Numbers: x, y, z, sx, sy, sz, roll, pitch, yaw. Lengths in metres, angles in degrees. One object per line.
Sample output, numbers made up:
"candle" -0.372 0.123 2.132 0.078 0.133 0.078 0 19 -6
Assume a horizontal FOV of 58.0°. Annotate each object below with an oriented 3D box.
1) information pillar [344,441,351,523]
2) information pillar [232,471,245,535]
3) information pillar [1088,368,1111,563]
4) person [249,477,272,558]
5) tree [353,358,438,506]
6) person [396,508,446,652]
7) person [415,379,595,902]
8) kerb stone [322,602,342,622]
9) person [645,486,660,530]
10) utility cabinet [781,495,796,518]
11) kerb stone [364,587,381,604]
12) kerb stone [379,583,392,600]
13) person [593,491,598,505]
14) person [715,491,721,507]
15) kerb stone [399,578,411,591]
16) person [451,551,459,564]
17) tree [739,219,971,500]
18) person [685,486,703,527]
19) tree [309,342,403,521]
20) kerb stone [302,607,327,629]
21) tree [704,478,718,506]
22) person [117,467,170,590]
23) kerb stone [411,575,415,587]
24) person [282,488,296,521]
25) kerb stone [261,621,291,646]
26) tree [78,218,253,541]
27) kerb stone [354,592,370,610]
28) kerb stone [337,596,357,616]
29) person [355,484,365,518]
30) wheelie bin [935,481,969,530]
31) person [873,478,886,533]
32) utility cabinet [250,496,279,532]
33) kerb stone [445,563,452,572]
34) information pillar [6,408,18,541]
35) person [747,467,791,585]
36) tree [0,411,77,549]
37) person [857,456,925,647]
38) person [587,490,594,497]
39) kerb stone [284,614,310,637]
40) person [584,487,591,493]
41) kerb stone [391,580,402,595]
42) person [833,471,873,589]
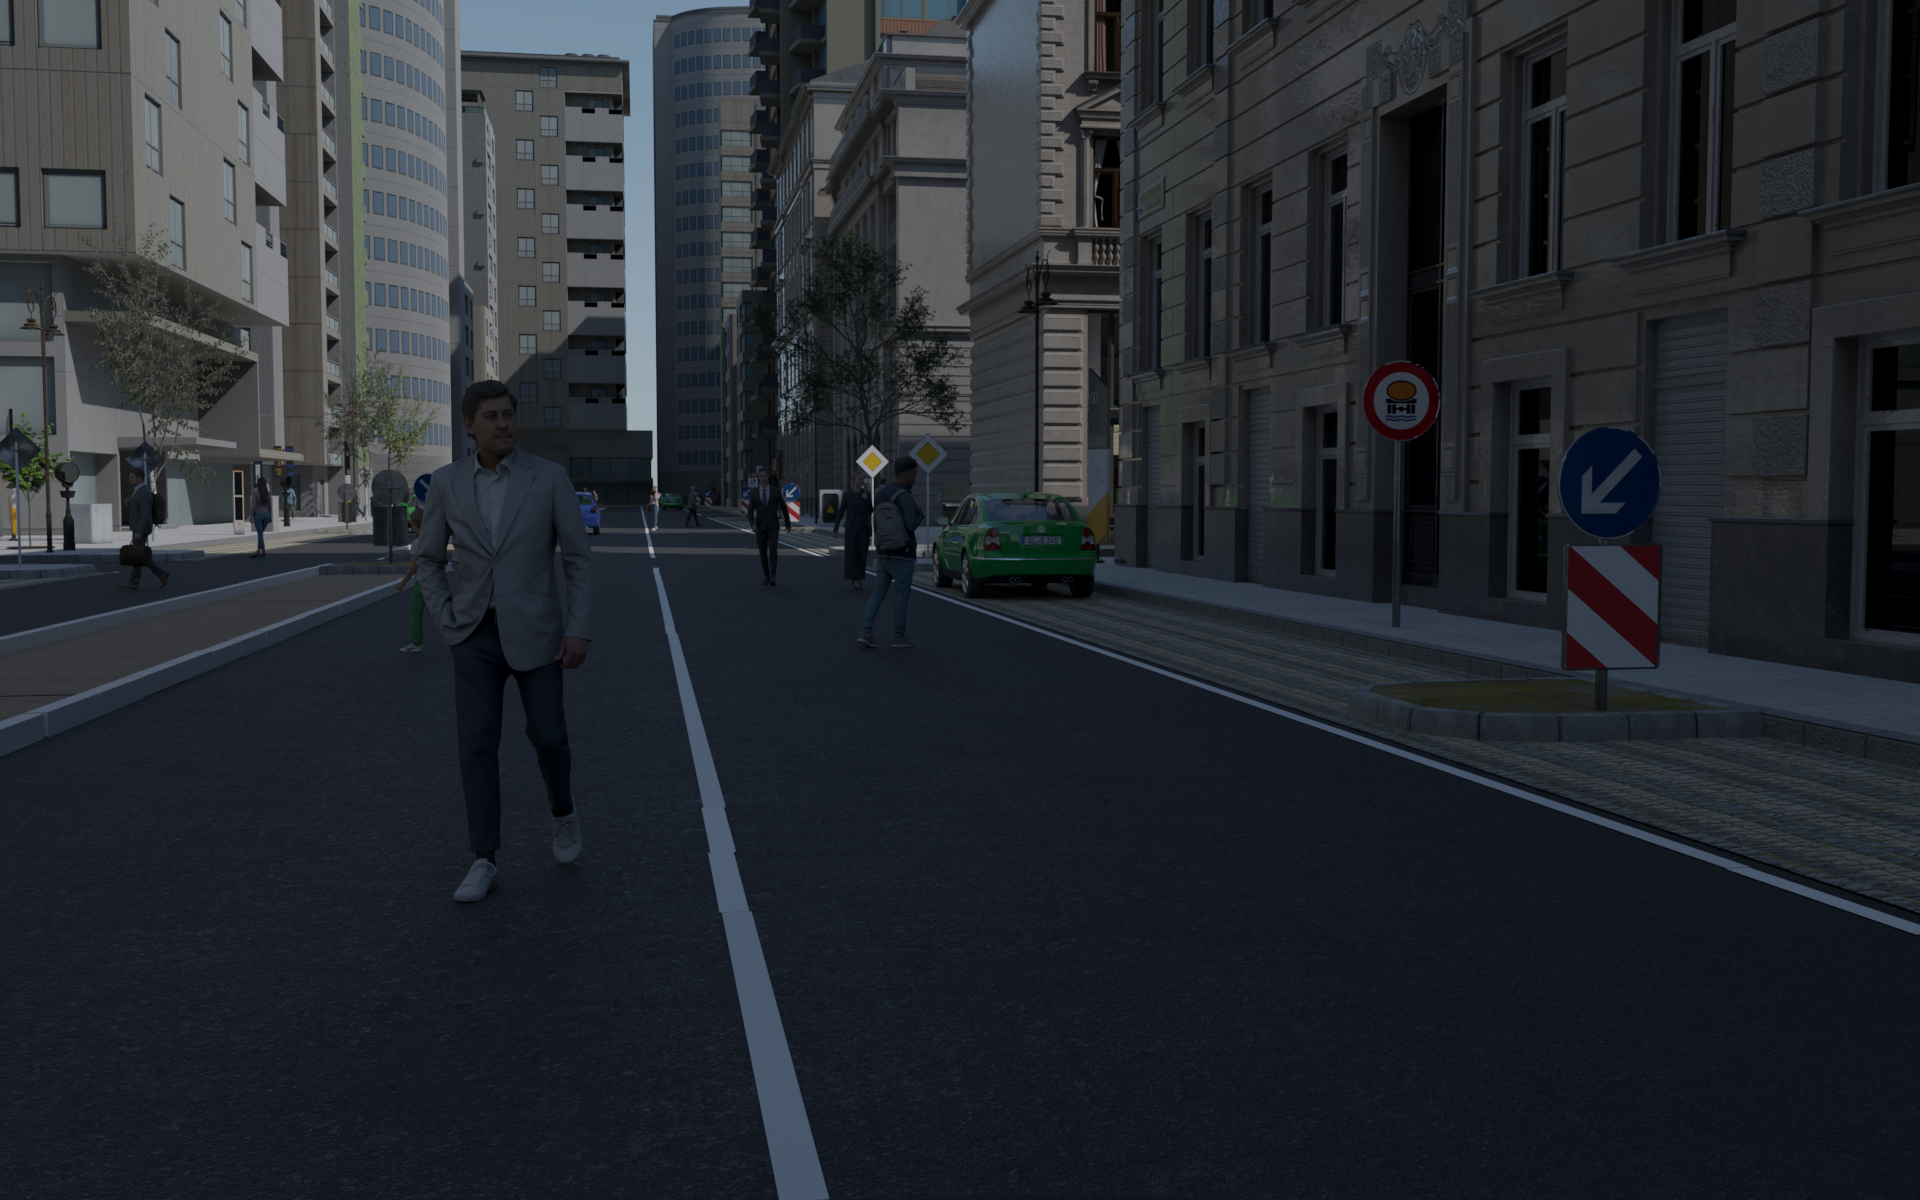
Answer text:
"information pillar" -26.872 -5.177 76.005 0.183 3.616 0.504 0 4 -2
"information pillar" -22.753 -3.065 54.600 0.304 2.012 0.304 -2 4 -28
"information pillar" 2.564 -2.490 32.068 0.183 3.616 0.504 -3 5 -44
"person" -15.701 -1.861 38.941 0.388 1.821 0.555 2 4 24
"tree" -30.801 -8.809 94.395 4.737 8.622 4.395 0 3 0
"person" -4.794 -0.179 15.675 0.590 1.304 0.306 0 4 4
"person" -1.667 0.119 6.398 0.661 1.843 0.795 0 4 -1
"kerb stone" -7.211 0.154 19.719 0.120 0.150 1.000 -1 4 -10
"person" -12.049 -3.623 68.320 0.593 1.750 0.643 2 4 28
"utility cabinet" -9.371 -5.106 94.636 1.020 1.237 0.306 3 5 42
"kerb stone" -7.767 -0.033 22.738 0.120 0.150 1.000 -1 4 -10
"kerb stone" -7.954 -0.096 23.758 0.120 0.150 1.000 -1 4 -10
"person" -34.785 -9.486 164.134 0.750 1.759 0.617 -2 4 -33
"person" -24.657 -10.337 176.527 0.593 1.643 0.415 -3 5 -45
"kerb stone" -8.328 -0.216 25.767 0.120 0.150 1.000 -1 4 -10
"person" -5.944 -0.734 21.250 0.466 1.731 0.760 1 4 21
"tree" -3.049 -7.615 58.922 7.601 10.594 8.767 2 4 32
"person" -11.585 -4.075 75.527 0.834 1.777 0.661 -1 4 -21
"tree" -28.687 -8.099 82.779 4.360 8.622 3.978 0 3 0
"kerb stone" -7.024 0.213 18.714 0.120 0.150 1.000 -1 4 -10
"tree" -27.260 -12.065 191.871 1.663 3.219 1.824 0 3 0
"person" -12.256 -1.072 25.999 0.822 1.834 0.622 -3 5 -43
"kerb stone" -8.520 -0.280 26.776 0.120 0.150 1.000 -1 4 -10
"person" -32.172 -4.711 83.079 0.660 1.820 0.620 -1 4 -14
"kerb stone" -6.642 0.337 16.706 0.120 0.150 1.000 -1 4 -10
"tree" -21.698 -5.895 46.753 4.360 8.622 3.978 0 3 0
"kerb stone" -7.578 0.029 21.734 0.120 0.150 1.000 -1 4 -10
"kerb stone" -7.392 0.092 20.727 0.120 0.150 1.000 -1 4 -10
"person" -32.086 -5.279 92.257 0.656 1.842 0.836 3 5 42
"wheelie bin" -0.134 -2.142 42.936 0.980 1.594 0.693 1 4 9
"person" -2.528 -3.036 55.955 0.678 1.792 0.850 3 4 38
"utility cabinet" -23.690 -2.926 58.996 1.020 1.237 0.306 2 4 24
"kerb stone" -9.459 -0.589 31.823 0.120 0.150 1.000 -1 4 -10
"information pillar" -25.985 -3.430 47.430 0.183 3.616 0.504 -3 5 -40
"person" -3.025 -1.159 27.230 0.659 1.850 0.755 0 4 2
"tree" -22.025 -2.822 40.742 1.663 3.219 1.824 0 3 0
"person" -0.601 -0.447 16.153 0.623 1.781 0.721 2 4 35
"person" -29.614 -7.901 138.213 0.617 1.759 0.750 3 4 36
"kerb stone" -6.833 0.278 17.711 0.120 0.150 1.000 -1 4 -10
"person" -19.718 -5.099 91.884 0.660 1.820 0.620 1 4 14
"kerb stone" -8.139 -0.154 24.763 0.120 0.150 1.000 -1 4 -10
"person" -1.594 -1.056 26.192 0.576 1.772 0.534 -2 4 -35
